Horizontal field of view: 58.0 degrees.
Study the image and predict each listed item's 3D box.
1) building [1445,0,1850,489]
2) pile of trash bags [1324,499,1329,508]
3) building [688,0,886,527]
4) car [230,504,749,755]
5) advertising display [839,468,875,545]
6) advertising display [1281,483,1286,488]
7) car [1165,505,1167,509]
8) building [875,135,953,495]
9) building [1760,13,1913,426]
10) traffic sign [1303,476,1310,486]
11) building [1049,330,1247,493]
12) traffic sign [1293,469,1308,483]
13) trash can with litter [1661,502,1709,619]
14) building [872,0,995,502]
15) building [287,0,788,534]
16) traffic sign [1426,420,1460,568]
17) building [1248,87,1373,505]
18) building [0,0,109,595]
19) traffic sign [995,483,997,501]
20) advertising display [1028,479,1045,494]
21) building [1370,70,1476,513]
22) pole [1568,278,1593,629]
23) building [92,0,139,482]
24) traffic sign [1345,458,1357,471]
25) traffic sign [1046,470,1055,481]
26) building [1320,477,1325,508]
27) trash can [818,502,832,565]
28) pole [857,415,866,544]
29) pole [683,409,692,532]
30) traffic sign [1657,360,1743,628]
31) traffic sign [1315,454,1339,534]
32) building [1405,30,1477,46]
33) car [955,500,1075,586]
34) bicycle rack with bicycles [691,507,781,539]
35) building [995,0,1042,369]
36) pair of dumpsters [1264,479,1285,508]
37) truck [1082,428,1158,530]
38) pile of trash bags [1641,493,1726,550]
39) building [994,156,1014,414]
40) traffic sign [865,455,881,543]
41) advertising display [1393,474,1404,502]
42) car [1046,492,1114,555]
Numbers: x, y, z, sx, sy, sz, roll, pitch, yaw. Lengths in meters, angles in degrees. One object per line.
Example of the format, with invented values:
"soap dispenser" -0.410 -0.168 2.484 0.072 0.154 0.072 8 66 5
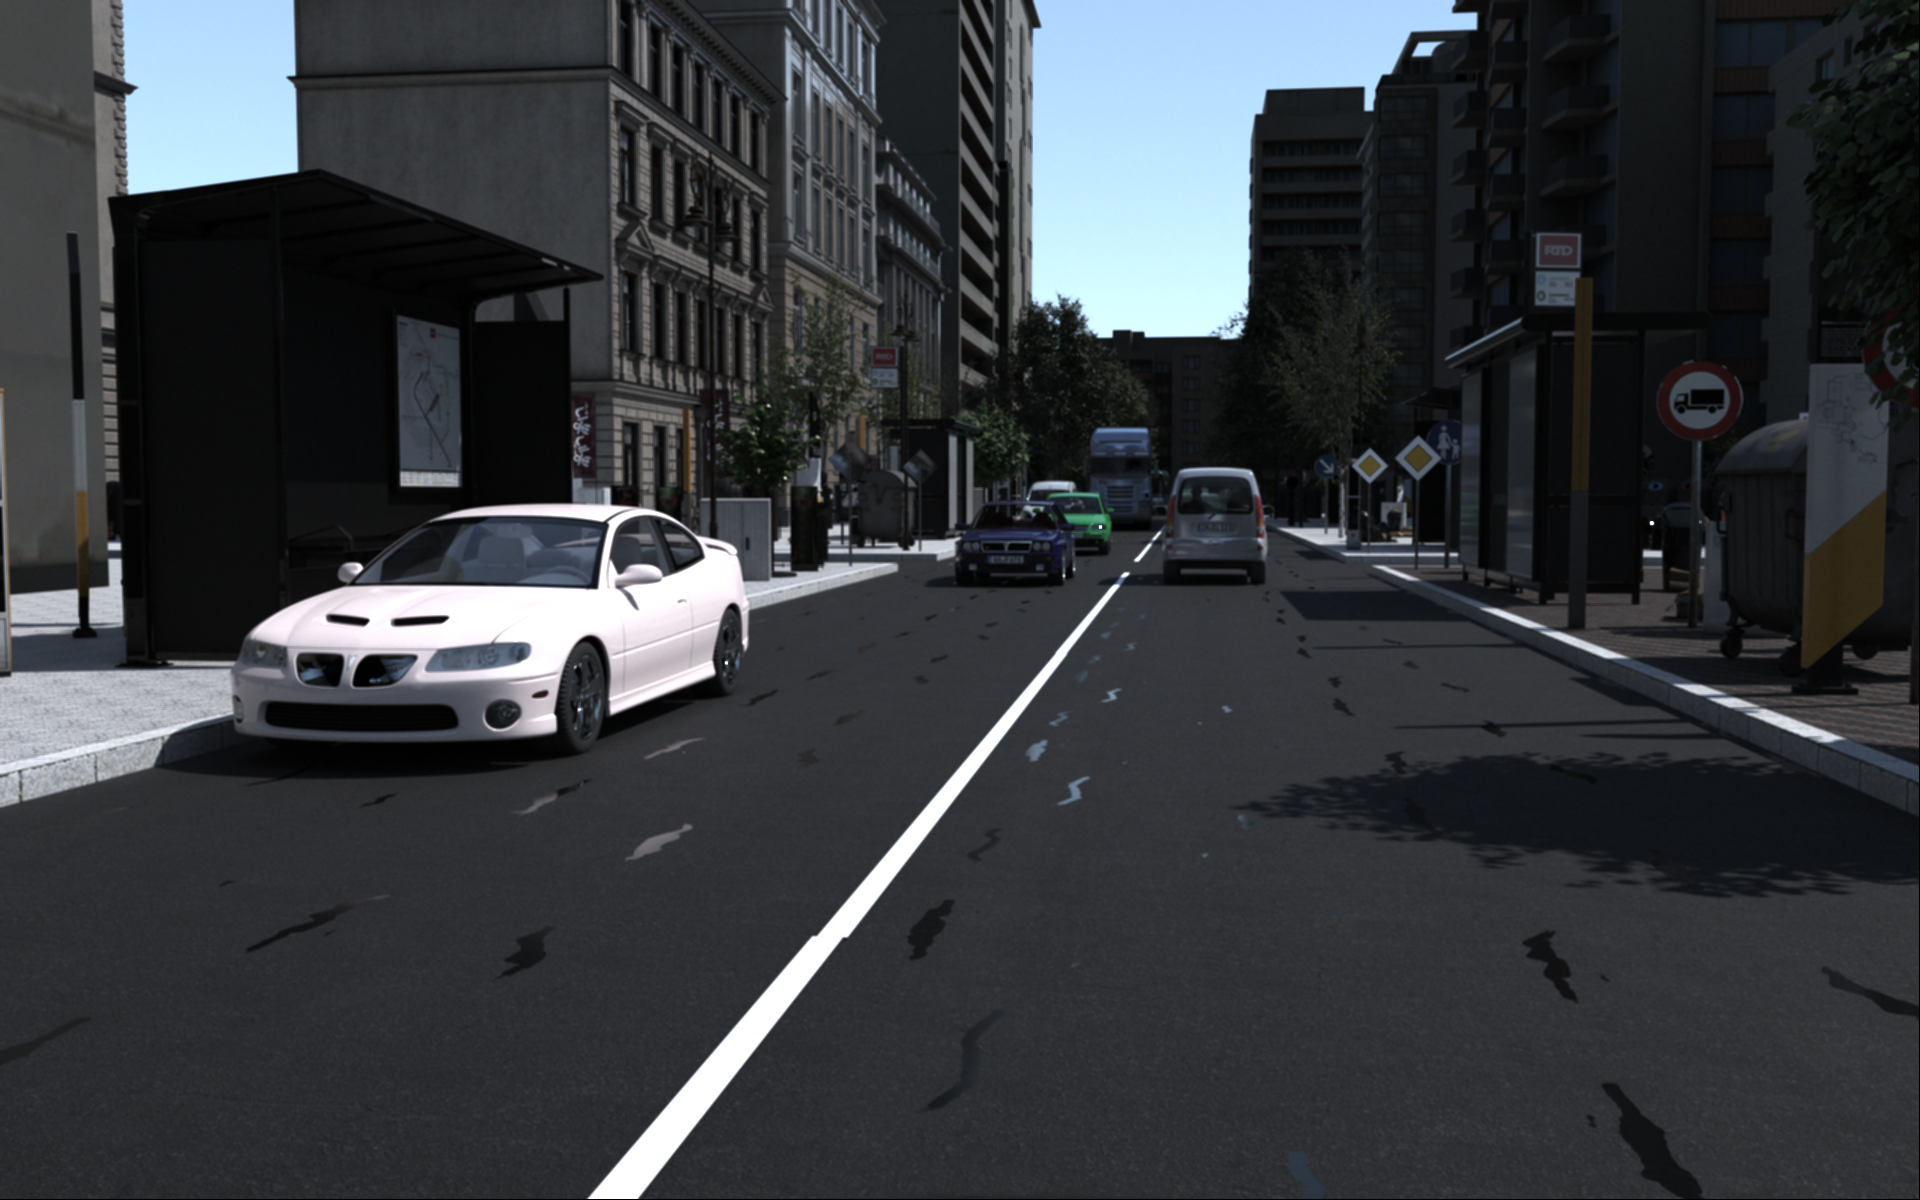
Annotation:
"building" 36.305 -26.321 84.980 22.147 44.769 28.867 0 4 8
"pile of trash bags" 20.652 -5.134 93.692 1.912 1.369 3.447 0 4 1
"building" -11.536 -17.786 76.697 13.634 28.700 20.117 0 4 8
"car" -2.736 0.076 11.127 2.083 1.381 4.827 1 4 9
"advertising display" -2.597 -2.365 43.877 0.974 1.923 0.123 1 4 22
"advertising display" 19.821 -6.071 104.467 0.974 1.923 0.123 3 5 41
"car" 7.079 -2.635 51.878 1.959 1.807 4.718 0 4 8
"building" -8.603 -15.772 99.667 13.314 21.916 24.055 0 4 8
"building" 45.245 -12.842 55.004 28.899 21.520 27.650 0 4 8
"traffic sign" 20.699 -6.387 104.531 0.768 2.556 0.104 1 4 16
"building" 21.399 -22.847 218.587 28.899 21.520 27.650 0 4 8
"traffic sign" 16.625 -5.168 84.607 0.768 2.556 0.104 1 4 17
"trash can with litter" 7.793 -0.386 17.691 1.055 1.170 0.624 2 4 32
"building" -9.224 -30.770 126.796 21.300 48.544 21.600 0 4 8
"building" -13.025 -11.787 57.351 10.561 19.102 19.286 0 4 8
"traffic sign" 8.412 -1.819 29.850 0.768 2.556 0.104 1 4 9
"building" 45.843 -35.862 210.053 21.600 48.544 21.300 0 4 8
"building" -23.634 -23.836 13.426 21.600 48.544 21.300 0 4 8
"traffic sign" 1.409 -4.146 67.787 0.884 2.594 0.081 1 4 15
"advertising display" 3.201 -4.278 75.159 0.974 1.923 0.123 -1 4 -13
"building" 35.905 -21.427 122.033 14.160 30.474 14.107 0 4 8
"pole" 5.902 -1.384 16.477 0.158 3.312 0.155 0 3 0
"building" -38.479 -13.893 56.033 19.941 23.489 11.050 0 4 8
"traffic sign" 14.045 -3.776 61.839 0.768 2.556 0.104 1 4 15
"traffic sign" 4.327 -5.265 86.180 0.768 2.556 0.104 1 4 15
"building" 50.935 -28.835 163.326 32.217 40.220 23.993 0 4 8
"trash can" -2.695 -1.209 31.415 0.748 1.137 0.748 0 3 0
"pole" -2.549 -3.116 44.792 0.158 3.312 0.155 0 3 0
"pole" -6.559 -2.923 41.628 0.158 3.312 0.155 0 3 0
"traffic sign" 7.022 -1.004 16.526 0.768 2.556 0.104 1 4 11
"traffic sign" 11.769 -3.394 55.598 0.768 2.556 0.104 1 4 16
"building" 47.331 -27.386 139.645 32.217 40.220 23.993 0 4 8
"car" 0.949 -0.970 28.441 1.945 1.354 3.894 0 4 7
"bicycle rack with bicycles" -6.617 -2.217 49.631 2.852 0.926 2.925 3 5 39
"building" -7.047 -35.464 169.072 27.495 52.752 28.713 0 4 8
"pair of dumpsters" 20.084 -6.545 109.503 1.574 2.255 4.437 0 4 8
"truck" 7.155 -5.282 76.123 2.967 4.110 18.799 0 4 6
"pile of trash bags" 16.315 -1.848 39.975 3.447 1.369 1.912 1 4 17
"building" -3.166 -22.811 144.667 14.160 30.474 14.107 0 4 8
"traffic sign" -2.356 -2.626 45.070 0.606 2.300 0.079 1 4 8
"advertising display" 14.007 -3.065 55.323 0.123 1.923 0.974 2 4 27
"car" 2.774 -2.039 42.128 1.959 1.807 4.718 0 4 6
